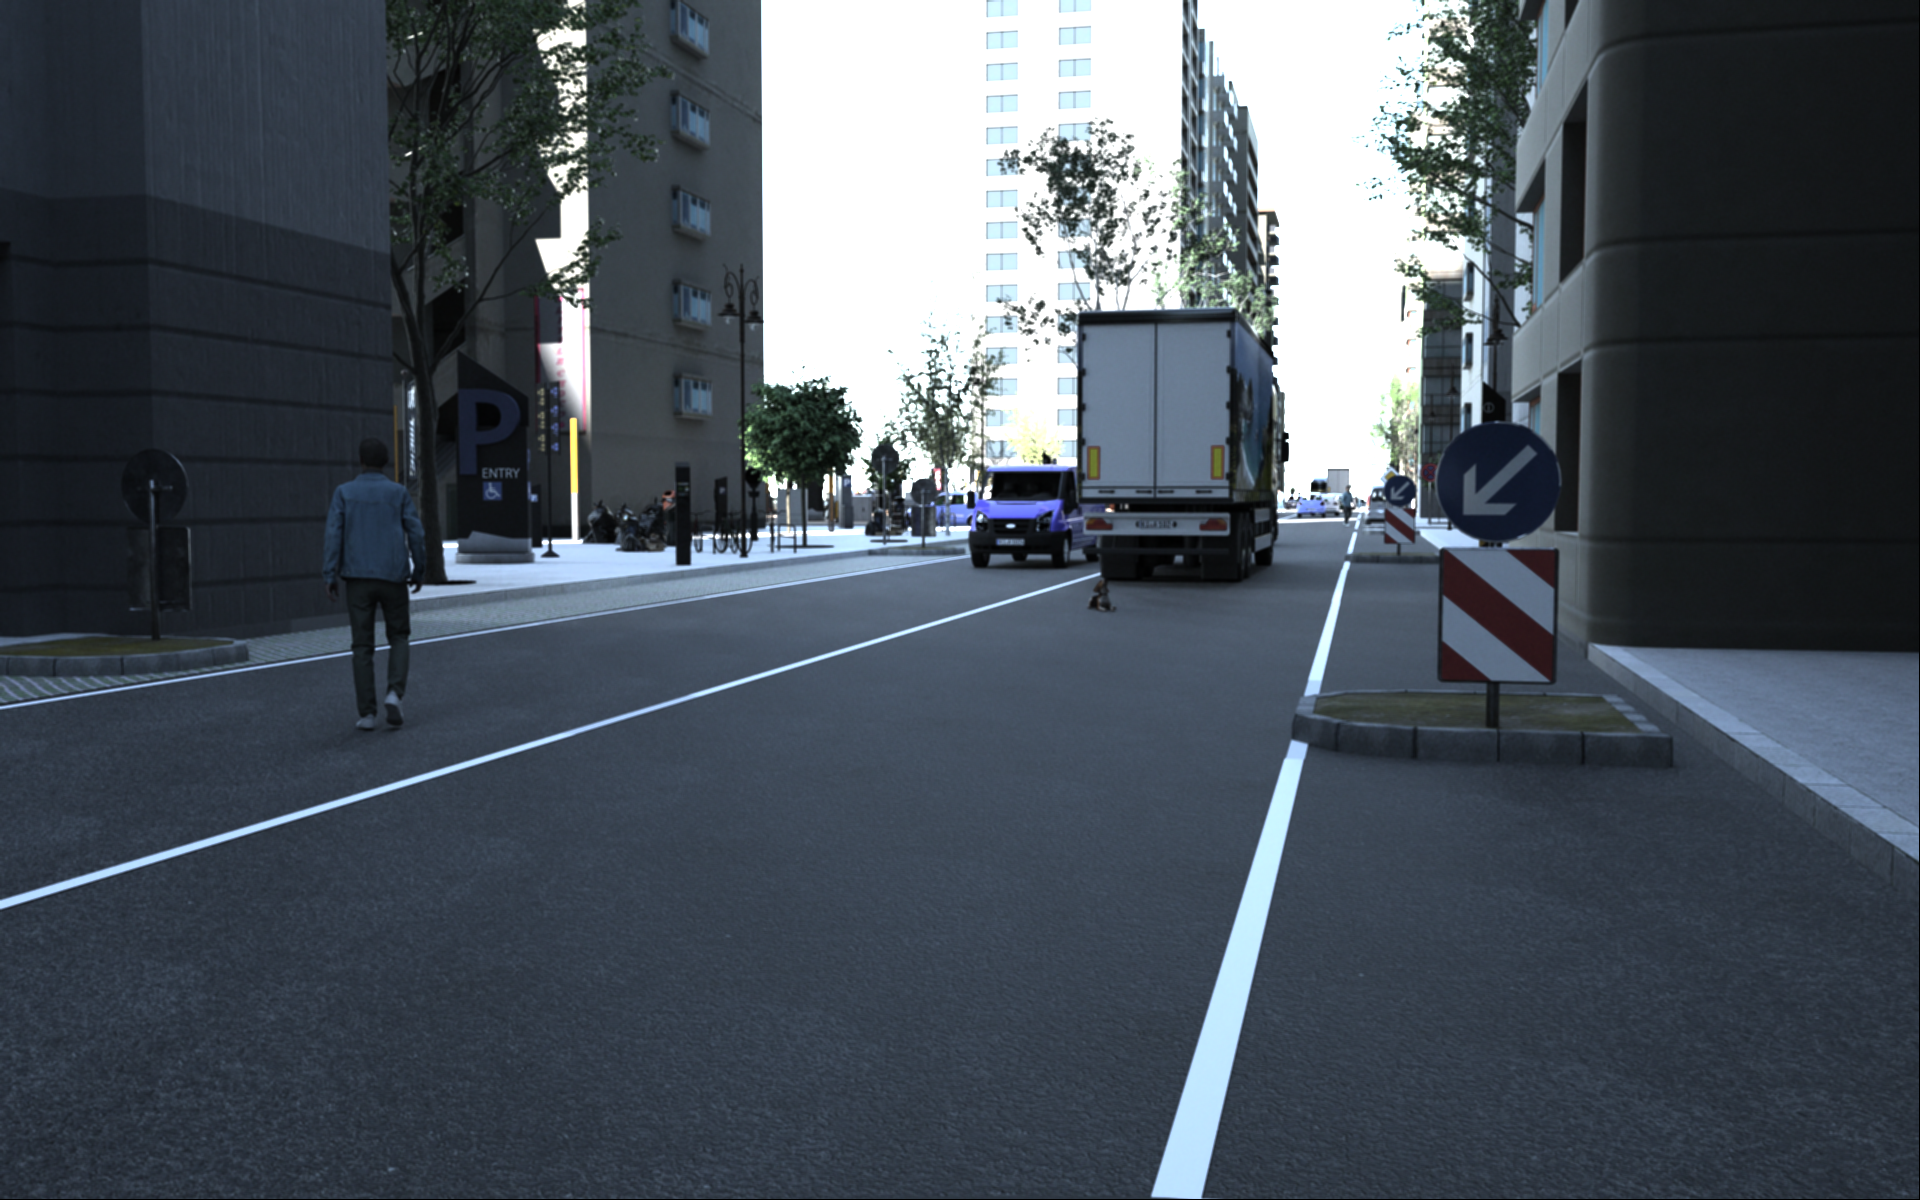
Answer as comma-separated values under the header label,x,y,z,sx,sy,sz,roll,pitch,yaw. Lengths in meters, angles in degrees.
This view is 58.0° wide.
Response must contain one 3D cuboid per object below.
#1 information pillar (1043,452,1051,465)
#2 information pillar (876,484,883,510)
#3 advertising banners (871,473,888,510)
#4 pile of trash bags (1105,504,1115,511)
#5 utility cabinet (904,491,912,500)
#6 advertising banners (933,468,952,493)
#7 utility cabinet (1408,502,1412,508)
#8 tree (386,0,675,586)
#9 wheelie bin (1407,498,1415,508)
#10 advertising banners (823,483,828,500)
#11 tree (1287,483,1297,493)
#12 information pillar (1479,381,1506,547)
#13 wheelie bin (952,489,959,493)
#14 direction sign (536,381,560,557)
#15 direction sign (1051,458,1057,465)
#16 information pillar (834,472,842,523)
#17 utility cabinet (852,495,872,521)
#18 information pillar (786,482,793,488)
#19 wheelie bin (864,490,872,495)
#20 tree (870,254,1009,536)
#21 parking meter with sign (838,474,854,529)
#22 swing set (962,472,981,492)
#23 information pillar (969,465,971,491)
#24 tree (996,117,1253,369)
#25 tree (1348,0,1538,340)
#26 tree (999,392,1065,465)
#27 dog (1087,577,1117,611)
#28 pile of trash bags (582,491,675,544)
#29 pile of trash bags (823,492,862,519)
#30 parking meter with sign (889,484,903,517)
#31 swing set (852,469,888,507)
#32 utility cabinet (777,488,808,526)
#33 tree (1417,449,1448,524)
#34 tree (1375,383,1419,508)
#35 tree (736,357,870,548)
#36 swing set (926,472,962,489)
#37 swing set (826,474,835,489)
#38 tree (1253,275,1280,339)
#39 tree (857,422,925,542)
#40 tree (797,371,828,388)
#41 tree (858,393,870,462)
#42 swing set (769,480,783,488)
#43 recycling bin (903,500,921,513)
label,x,y,z,sx,sy,sz,roll,pitch,yaw
information pillar,4.710,-6.290,94.200,0.504,3.616,0.183,1,4,8
information pillar,-3.946,-4.932,85.127,0.304,2.012,0.304,-2,4,-27
advertising banners,-5.802,-8.001,126.998,2.074,3.025,0.090,3,4,39
pile of trash bags,6.722,-4.748,87.388,3.447,1.369,1.912,3,5,44
utility cabinet,-3.839,-7.881,137.538,1.173,1.500,0.318,-1,4,-8
advertising banners,-0.774,-7.428,117.634,2.074,3.025,0.090,0,4,7
utility cabinet,32.693,-7.001,125.628,0.306,1.237,1.020,1,4,19
tree,-7.657,-6.032,24.379,9.928,11.665,9.643,0,3,0
wheelie bin,33.451,-7.390,128.734,0.693,1.594,0.980,0,4,5
advertising banners,-8.356,-6.873,108.554,0.090,3.025,2.074,1,4,12
tree,58.107,-18.826,302.401,1.663,3.219,1.824,0,3,0
information pillar,10.972,-2.715,35.745,0.504,3.616,0.183,1,4,14
wheelie bin,-0.294,-6.370,112.053,0.693,1.594,0.980,-2,4,-27
direction sign,-8.340,-2.639,35.145,0.379,3.537,0.876,-3,5,-42
direction sign,5.856,-7.237,110.326,0.379,3.537,0.876,-3,4,-38
information pillar,-5.307,-5.218,76.669,0.504,3.616,0.183,0,4,5
utility cabinet,-4.651,-4.312,81.656,1.020,1.237,0.306,2,4,26
information pillar,-8.925,-5.272,90.685,0.304,2.012,0.304,-2,4,-35
wheelie bin,-6.852,-7.525,130.939,0.693,1.594,0.980,-3,5,-41
tree,-0.388,-6.276,52.969,4.360,8.622,3.978,0,3,0
parking meter with sign,-4.333,-4.207,65.052,0.543,3.016,1.738,-1,4,-16
swing set,2.386,-7.398,118.583,3.119,2.851,2.862,2,4,32
information pillar,0.776,-8.543,131.033,0.183,3.616,0.504,1,4,9
tree,7.758,-14.021,85.133,12.611,20.169,13.585,0,3,0
tree,9.985,-6.269,28.246,9.928,11.665,9.643,0,3,0
tree,4.903,-10.679,124.960,4.737,8.622,4.395,0,3,0
dog,1.822,-0.081,21.516,0.550,0.427,0.748,2,4,33
pile of trash bags,-8.202,-2.132,44.618,3.447,1.369,1.912,3,5,44
pile of trash bags,-6.479,-5.296,96.334,1.912,1.369,3.447,2,4,30
parking meter with sign,-3.519,-6.068,95.468,1.738,3.016,0.543,2,4,27
swing set,-4.997,-6.876,110.048,3.119,2.851,2.862,0,4,2
utility cabinet,-6.583,-3.627,67.980,1.173,1.500,0.318,0,4,7
tree,20.650,-4.922,75.077,1.663,3.219,1.824,0,3,0
tree,28.918,-9.837,111.202,4.360,8.622,3.978,0,3,0
tree,-3.762,-3.548,41.719,4.285,4.588,4.351,0,3,0
swing set,-0.839,-7.680,123.181,3.119,2.851,2.862,0,4,-3
swing set,-9.573,-8.502,136.623,2.862,2.851,3.119,2,4,28
tree,17.731,-17.115,135.716,12.611,20.169,13.585,0,3,0
tree,-2.033,-3.170,46.425,1.663,3.219,1.824,0,3,0
tree,-8.745,-9.340,103.063,4.737,8.622,4.395,0,3,0
tree,-5.628,-10.574,123.243,4.360,8.622,3.978,0,3,0
swing set,-10.070,-5.294,84.169,3.119,2.851,2.862,2,4,24
recycling bin,-2.178,-4.061,78.954,0.722,1.027,0.722,0,4,6
